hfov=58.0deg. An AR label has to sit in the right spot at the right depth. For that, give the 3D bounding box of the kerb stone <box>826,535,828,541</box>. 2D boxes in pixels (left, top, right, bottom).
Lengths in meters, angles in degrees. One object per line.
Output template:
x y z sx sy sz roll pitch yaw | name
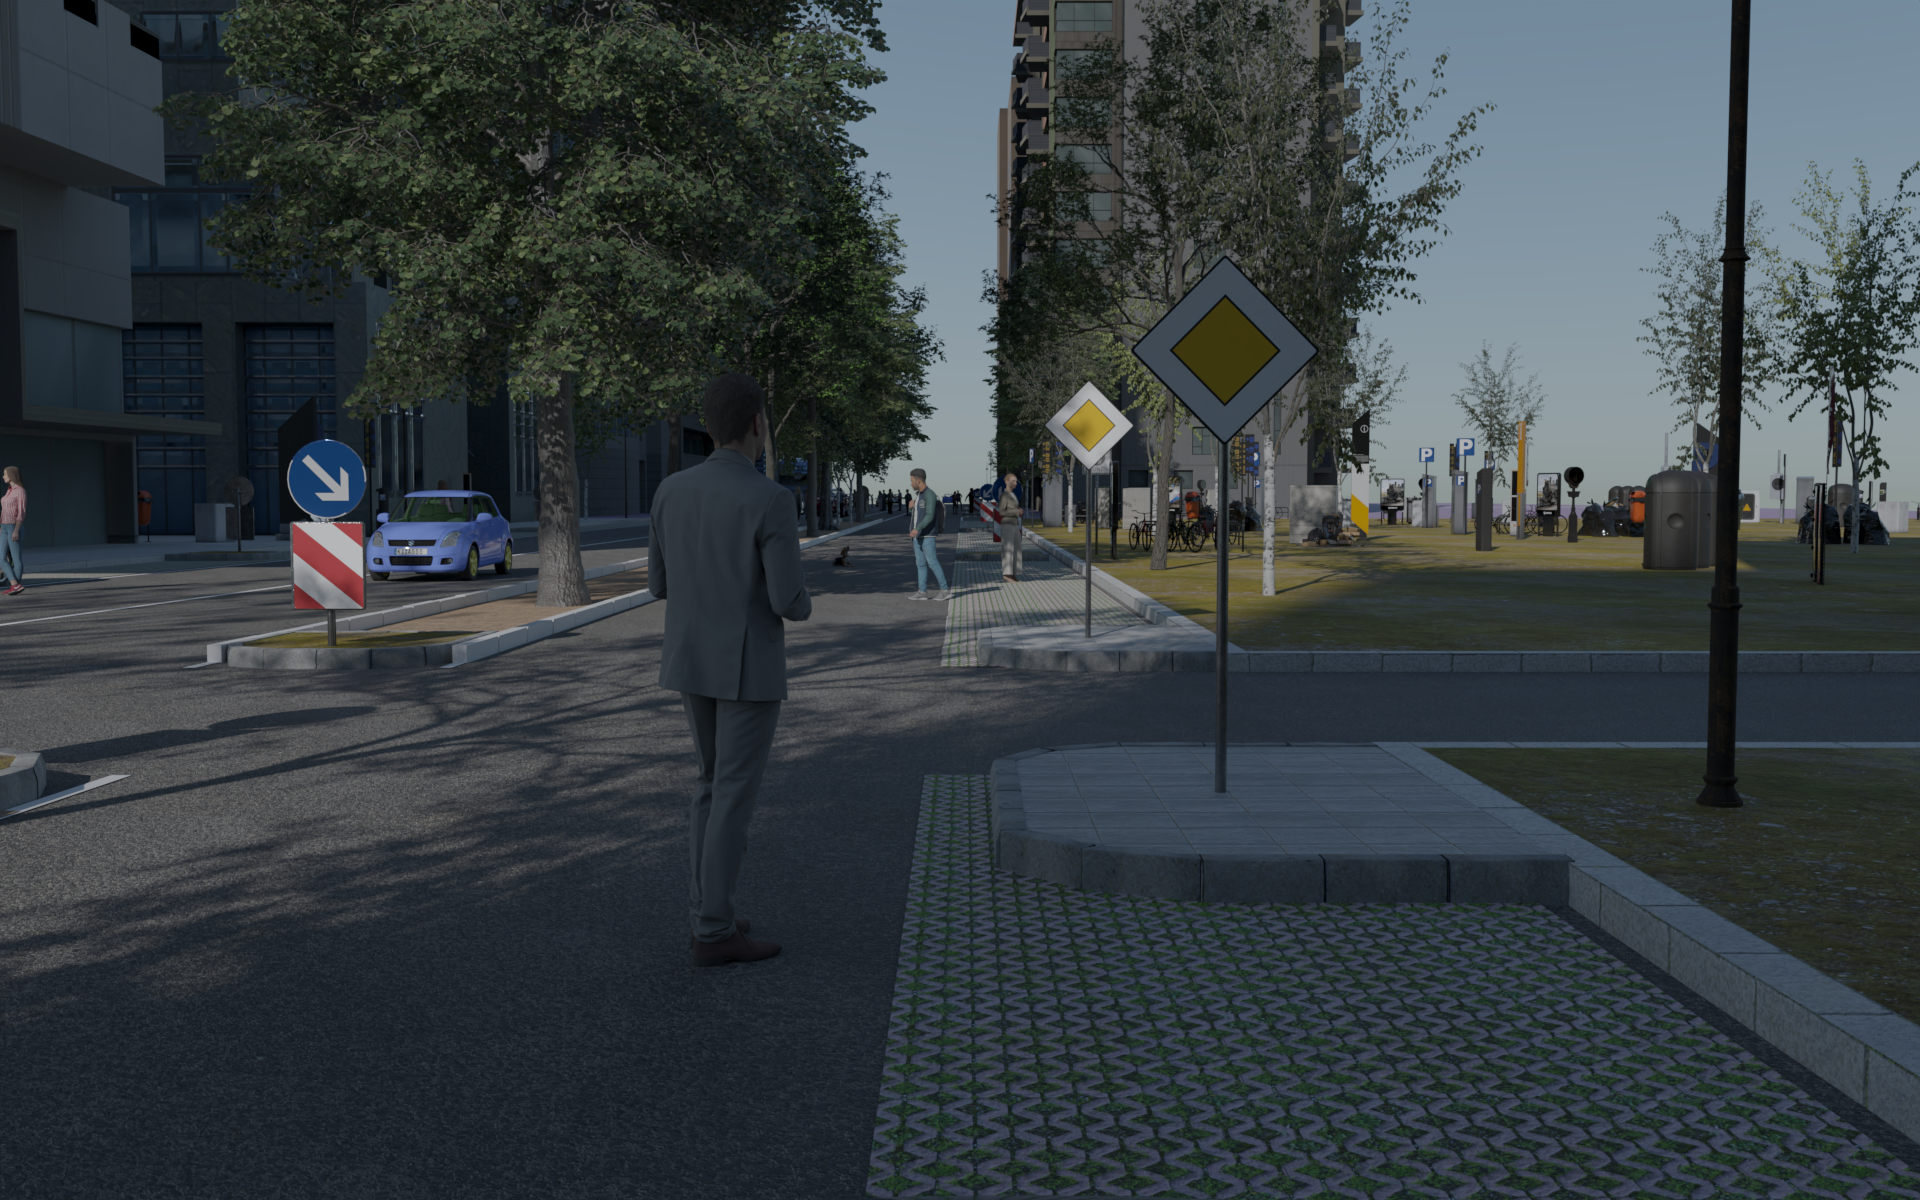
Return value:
-4.135 -1.828 52.085 0.120 0.150 1.000 0 4 0 | kerb stone

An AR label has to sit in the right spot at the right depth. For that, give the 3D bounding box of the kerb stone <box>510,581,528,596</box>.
-6.314 -0.137 24.443 0.120 0.150 1.000 0 4 0 | kerb stone

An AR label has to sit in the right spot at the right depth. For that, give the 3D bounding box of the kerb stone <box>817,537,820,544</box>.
-4.145 -1.639 48.999 0.120 0.150 1.000 0 4 0 | kerb stone

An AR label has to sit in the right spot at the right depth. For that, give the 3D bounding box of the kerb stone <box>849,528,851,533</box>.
-4.107 -2.456 62.346 0.120 0.150 1.000 0 4 0 | kerb stone

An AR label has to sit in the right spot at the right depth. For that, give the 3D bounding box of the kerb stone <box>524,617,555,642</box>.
-4.230 0.305 17.215 0.120 0.150 1.000 0 4 0 | kerb stone

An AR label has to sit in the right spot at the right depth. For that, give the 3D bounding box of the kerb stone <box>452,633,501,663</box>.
-4.236 0.430 15.161 0.120 0.150 1.000 0 4 0 | kerb stone

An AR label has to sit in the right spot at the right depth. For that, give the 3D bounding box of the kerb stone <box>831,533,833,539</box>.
-4.133 -1.954 54.137 0.120 0.150 1.000 0 4 0 | kerb stone

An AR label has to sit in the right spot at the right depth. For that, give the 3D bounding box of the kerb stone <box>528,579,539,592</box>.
-6.306 -0.200 25.465 0.120 0.150 1.000 0 4 0 | kerb stone

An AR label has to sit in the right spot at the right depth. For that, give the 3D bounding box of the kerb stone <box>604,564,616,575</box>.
-6.290 -0.514 30.596 0.120 0.150 1.000 0 4 0 | kerb stone

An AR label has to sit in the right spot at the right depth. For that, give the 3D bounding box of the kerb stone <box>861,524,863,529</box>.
-4.093 -2.895 69.527 0.120 0.150 1.000 0 4 0 | kerb stone

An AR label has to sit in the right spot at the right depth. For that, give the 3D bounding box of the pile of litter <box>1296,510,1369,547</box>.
9.189 -1.754 42.640 1.719 0.858 1.176 1 4 22 | pile of litter

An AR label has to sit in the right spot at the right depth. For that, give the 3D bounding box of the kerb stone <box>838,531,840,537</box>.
-4.130 -2.139 57.209 0.120 0.150 1.000 0 4 0 | kerb stone

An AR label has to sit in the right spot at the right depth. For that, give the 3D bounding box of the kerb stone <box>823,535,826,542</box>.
-4.137 -1.760 51.058 0.120 0.150 1.000 0 4 0 | kerb stone

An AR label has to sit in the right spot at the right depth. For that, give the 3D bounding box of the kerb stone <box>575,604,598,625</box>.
-4.221 0.182 19.273 0.120 0.150 1.000 0 4 0 | kerb stone

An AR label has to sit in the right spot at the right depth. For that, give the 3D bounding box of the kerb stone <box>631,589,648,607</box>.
-4.212 -0.007 22.348 0.120 0.150 1.000 0 4 0 | kerb stone

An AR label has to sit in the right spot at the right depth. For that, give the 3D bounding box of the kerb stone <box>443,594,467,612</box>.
-6.317 0.058 21.372 0.120 0.150 1.000 0 4 0 | kerb stone

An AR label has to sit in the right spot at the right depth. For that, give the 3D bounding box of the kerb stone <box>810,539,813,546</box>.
-4.149 -1.514 46.956 0.120 0.150 1.000 0 4 0 | kerb stone

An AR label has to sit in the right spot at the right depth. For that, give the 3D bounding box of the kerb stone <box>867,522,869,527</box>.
-4.081 -3.145 73.624 0.120 0.150 1.000 0 4 0 | kerb stone

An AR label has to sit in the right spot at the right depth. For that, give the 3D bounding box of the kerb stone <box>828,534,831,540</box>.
-4.138 -1.890 53.107 0.120 0.150 1.000 0 4 0 | kerb stone

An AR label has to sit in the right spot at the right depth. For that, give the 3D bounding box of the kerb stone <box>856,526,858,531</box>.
-4.100 -2.706 66.441 0.120 0.150 1.000 0 4 0 | kerb stone

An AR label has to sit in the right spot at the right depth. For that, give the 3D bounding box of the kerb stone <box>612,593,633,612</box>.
-4.218 0.053 21.326 0.120 0.150 1.000 0 4 0 | kerb stone

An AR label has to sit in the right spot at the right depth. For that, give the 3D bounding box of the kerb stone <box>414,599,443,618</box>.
-6.321 0.113 20.344 0.120 0.150 1.000 0 4 0 | kerb stone

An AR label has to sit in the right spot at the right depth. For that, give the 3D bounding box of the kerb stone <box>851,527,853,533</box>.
-4.108 -2.518 63.371 0.120 0.150 1.000 0 4 0 | kerb stone

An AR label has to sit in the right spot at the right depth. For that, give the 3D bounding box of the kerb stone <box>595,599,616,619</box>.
-4.221 0.118 20.295 0.120 0.150 1.000 0 4 0 | kerb stone

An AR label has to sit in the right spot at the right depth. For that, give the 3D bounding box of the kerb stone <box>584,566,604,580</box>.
-6.293 -0.451 29.574 0.120 0.150 1.000 0 4 0 | kerb stone

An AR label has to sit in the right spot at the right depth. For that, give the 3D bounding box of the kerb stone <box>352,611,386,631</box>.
-6.324 0.242 18.295 0.120 0.150 1.000 0 4 0 | kerb stone

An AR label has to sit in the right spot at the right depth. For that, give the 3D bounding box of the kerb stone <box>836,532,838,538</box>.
-4.137 -2.079 56.181 0.120 0.150 1.000 0 4 0 | kerb stone

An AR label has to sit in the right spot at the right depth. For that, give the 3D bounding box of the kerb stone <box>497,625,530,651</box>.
-4.232 0.368 16.186 0.120 0.150 1.000 0 4 0 | kerb stone

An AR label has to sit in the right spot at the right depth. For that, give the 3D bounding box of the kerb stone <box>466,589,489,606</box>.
-6.317 -0.012 22.394 0.120 0.150 1.000 0 4 0 | kerb stone

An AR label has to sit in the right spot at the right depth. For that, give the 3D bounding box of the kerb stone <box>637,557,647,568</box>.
-6.286 -0.702 33.672 0.120 0.150 1.000 0 4 0 | kerb stone

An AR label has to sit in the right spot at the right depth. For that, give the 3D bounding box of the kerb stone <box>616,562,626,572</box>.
-6.298 -0.574 31.618 0.120 0.150 1.000 0 4 0 | kerb stone

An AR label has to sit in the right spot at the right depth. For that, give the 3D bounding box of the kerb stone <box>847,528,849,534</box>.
-4.125 -2.393 61.319 0.120 0.150 1.000 0 4 0 | kerb stone

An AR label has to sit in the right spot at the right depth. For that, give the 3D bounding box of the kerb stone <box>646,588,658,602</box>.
-4.209 -0.072 23.376 0.120 0.150 1.000 0 4 0 | kerb stone

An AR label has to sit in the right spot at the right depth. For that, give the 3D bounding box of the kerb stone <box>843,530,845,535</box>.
-4.118 -2.259 59.269 0.120 0.150 1.000 0 4 0 | kerb stone

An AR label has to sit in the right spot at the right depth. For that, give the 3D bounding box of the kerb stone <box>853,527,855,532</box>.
-4.102 -2.580 64.393 0.120 0.150 1.000 0 4 0 | kerb stone

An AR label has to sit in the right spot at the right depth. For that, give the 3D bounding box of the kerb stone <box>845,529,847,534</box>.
-4.114 -2.330 60.292 0.120 0.150 1.000 0 4 0 | kerb stone

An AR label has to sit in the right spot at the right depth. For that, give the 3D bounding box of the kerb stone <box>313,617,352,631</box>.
-6.329 0.303 17.270 0.120 0.150 1.000 0 4 0 | kerb stone

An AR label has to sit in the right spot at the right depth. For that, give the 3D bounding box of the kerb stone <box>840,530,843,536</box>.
-4.120 -2.204 58.238 0.120 0.150 1.000 0 4 0 | kerb stone

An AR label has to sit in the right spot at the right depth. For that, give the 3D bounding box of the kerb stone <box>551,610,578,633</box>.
-4.224 0.242 18.251 0.120 0.150 1.000 0 4 0 | kerb stone

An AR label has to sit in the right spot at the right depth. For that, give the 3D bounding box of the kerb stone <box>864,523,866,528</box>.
-4.093 -3.020 71.578 0.120 0.150 1.000 0 4 0 | kerb stone

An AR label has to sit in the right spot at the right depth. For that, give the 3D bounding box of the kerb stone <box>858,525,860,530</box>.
-4.100 -2.769 67.472 0.120 0.150 1.000 0 4 0 | kerb stone

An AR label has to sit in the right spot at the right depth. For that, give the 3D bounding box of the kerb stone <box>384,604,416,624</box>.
-6.321 0.184 19.317 0.120 0.150 1.000 0 4 0 | kerb stone

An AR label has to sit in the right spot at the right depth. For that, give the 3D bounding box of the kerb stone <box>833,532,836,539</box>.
-4.132 -2.012 55.160 0.120 0.150 1.000 0 4 0 | kerb stone

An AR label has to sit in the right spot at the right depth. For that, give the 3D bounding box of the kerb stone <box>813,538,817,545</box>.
-4.143 -1.577 47.977 0.120 0.150 1.000 0 4 0 | kerb stone

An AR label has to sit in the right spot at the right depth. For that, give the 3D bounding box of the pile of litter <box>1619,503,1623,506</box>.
30.623 -4.065 80.428 1.719 0.858 1.176 2 4 32 | pile of litter

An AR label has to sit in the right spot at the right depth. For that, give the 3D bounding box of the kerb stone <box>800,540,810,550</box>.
-4.149 -1.452 45.932 0.120 0.150 1.000 0 4 0 | kerb stone

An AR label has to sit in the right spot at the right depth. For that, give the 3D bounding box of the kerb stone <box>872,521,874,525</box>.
-4.066 -3.396 77.728 0.120 0.150 1.000 0 4 0 | kerb stone

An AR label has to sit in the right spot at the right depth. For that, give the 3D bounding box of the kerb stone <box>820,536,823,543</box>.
-4.144 -1.702 50.026 0.120 0.150 1.000 0 4 0 | kerb stone

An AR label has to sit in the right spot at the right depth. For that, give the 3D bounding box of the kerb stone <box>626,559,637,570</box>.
-6.287 -0.633 32.650 0.120 0.150 1.000 0 4 0 | kerb stone

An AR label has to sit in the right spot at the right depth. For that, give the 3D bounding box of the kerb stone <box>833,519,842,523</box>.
-6.153 -3.960 86.938 0.120 0.150 1.000 0 4 0 | kerb stone

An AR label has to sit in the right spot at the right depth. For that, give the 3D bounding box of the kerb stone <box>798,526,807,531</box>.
-6.195 -2.825 68.501 0.120 0.150 1.000 0 4 0 | kerb stone

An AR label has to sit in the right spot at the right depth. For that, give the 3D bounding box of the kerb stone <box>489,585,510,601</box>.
-6.313 -0.075 23.417 0.120 0.150 1.000 0 4 0 | kerb stone
